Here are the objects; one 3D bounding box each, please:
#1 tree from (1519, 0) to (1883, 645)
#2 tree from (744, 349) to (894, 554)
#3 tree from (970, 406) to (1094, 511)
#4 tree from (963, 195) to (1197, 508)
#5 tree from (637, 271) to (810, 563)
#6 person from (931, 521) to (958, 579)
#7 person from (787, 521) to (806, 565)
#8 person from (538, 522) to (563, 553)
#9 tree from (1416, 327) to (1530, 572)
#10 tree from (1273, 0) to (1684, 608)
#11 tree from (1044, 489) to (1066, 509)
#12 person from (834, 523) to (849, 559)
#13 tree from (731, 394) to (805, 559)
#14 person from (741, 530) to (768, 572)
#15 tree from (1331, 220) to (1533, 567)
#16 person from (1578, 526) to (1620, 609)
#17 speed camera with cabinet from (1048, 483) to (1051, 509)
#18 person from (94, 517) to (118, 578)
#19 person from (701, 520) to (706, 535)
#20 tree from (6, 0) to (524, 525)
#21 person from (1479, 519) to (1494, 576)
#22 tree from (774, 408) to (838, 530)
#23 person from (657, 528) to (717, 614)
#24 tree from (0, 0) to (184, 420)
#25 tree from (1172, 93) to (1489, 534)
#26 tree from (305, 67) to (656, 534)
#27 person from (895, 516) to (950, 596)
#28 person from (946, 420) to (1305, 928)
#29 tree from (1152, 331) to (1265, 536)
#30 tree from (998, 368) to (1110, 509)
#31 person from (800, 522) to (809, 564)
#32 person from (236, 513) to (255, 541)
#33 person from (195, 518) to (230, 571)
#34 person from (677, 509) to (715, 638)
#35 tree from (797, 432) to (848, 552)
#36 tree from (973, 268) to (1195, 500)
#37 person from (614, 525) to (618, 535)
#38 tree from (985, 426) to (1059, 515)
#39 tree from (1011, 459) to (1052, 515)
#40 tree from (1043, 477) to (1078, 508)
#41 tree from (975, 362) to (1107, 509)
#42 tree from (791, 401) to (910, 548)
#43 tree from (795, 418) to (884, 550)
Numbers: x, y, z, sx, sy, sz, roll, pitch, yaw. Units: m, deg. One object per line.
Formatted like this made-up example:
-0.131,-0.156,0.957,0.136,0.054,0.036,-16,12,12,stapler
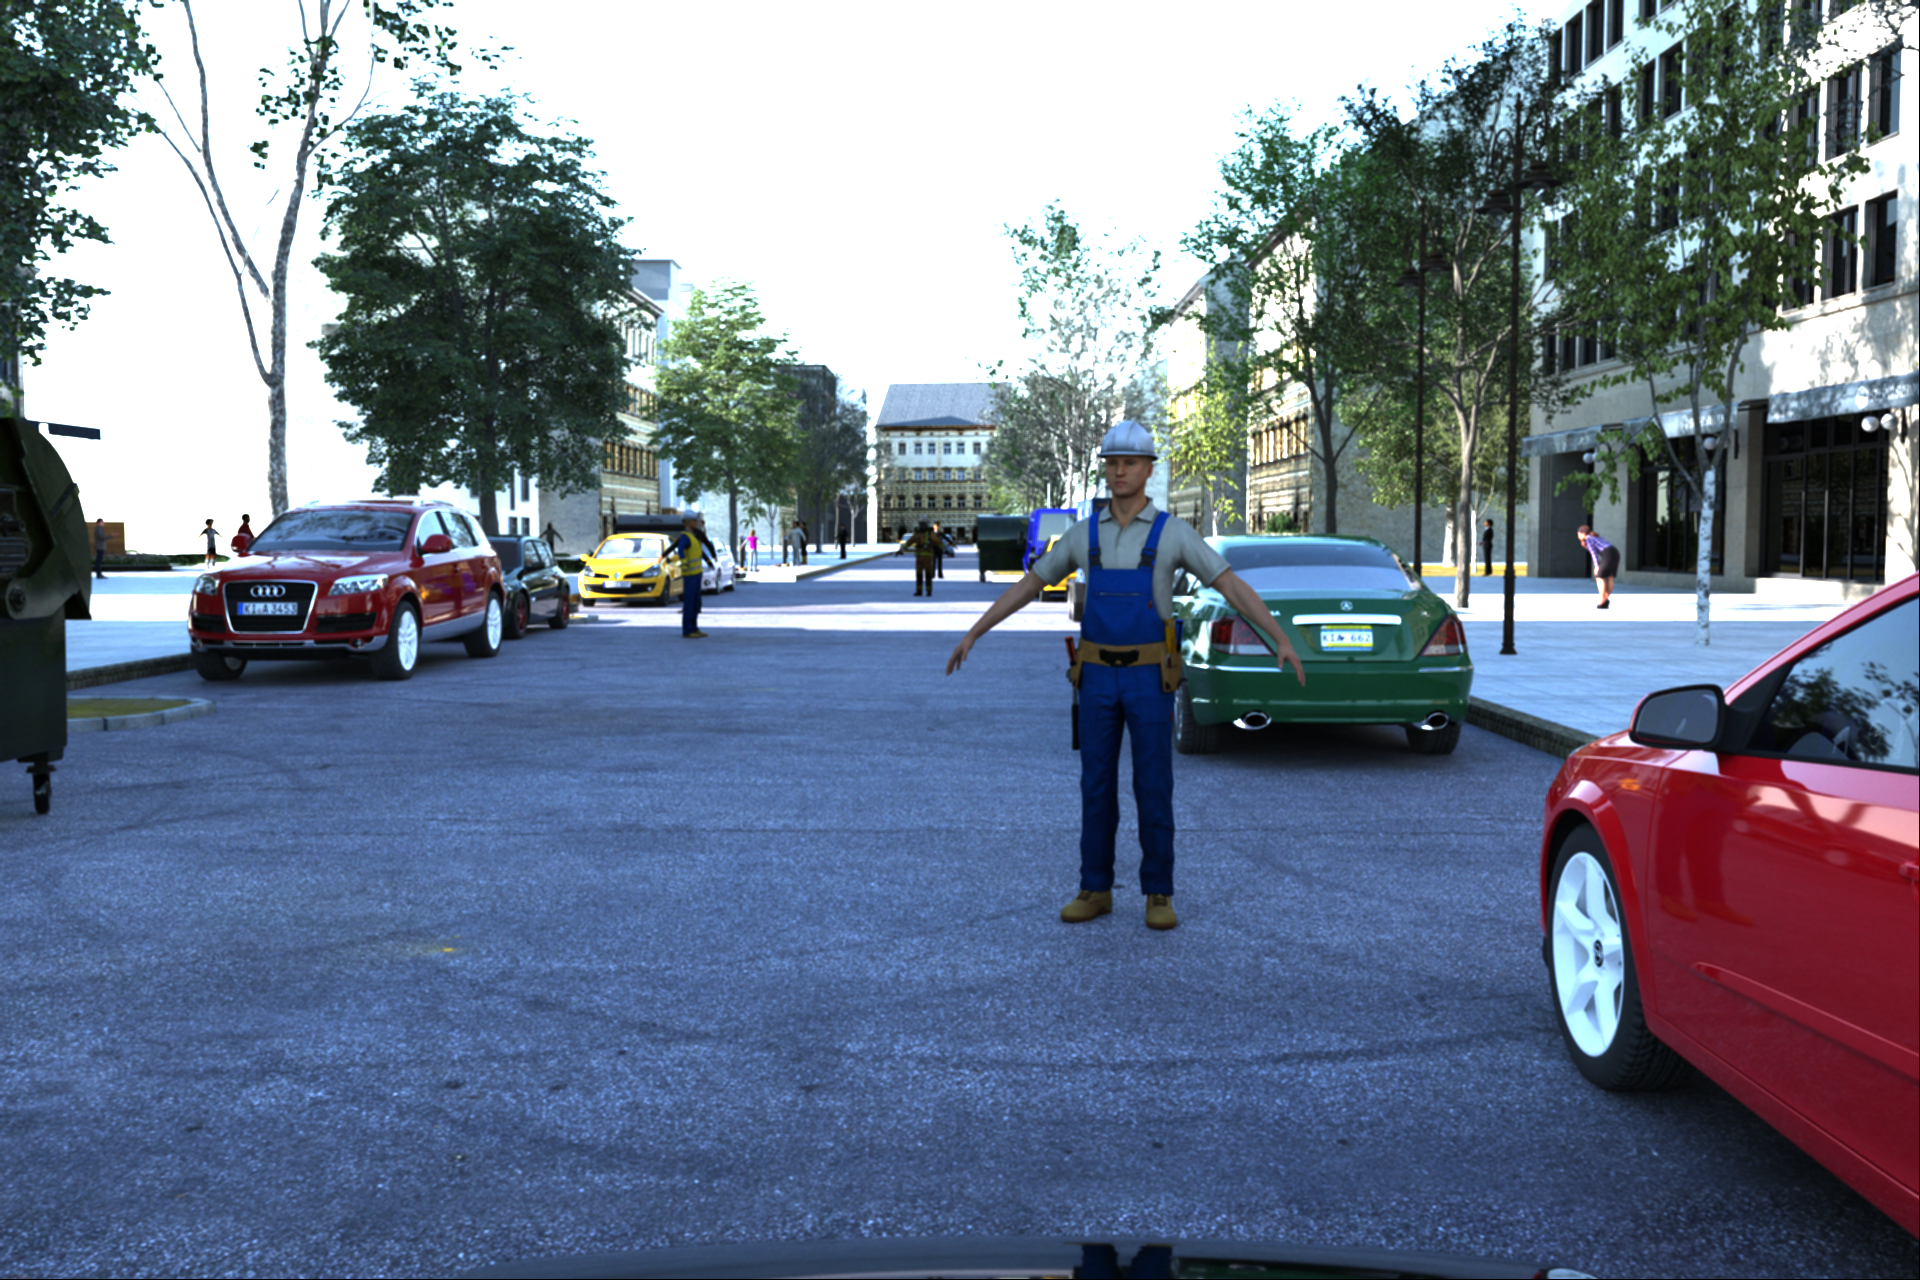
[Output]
8.614,-4.260,20.019,4.737,8.622,4.395,0,3,0,tree
-9.439,-12.470,114.249,12.009,13.543,11.850,0,3,0,tree
6.049,-13.946,138.394,12.009,13.543,11.850,0,3,0,tree
6.582,-14.637,95.202,12.611,20.169,13.585,0,3,0,tree
-10.315,-9.618,75.388,7.486,12.596,7.792,0,3,0,tree
-0.739,-2.902,55.840,1.347,1.837,0.705,-1,4,-14,person
-6.821,-4.017,71.866,1.347,1.806,0.705,3,5,40,person
-18.715,-4.458,79.009,1.348,1.813,0.705,1,4,13,person
17.282,-6.574,57.853,4.360,8.622,3.978,0,3,0,tree
9.044,-5.837,29.854,7.601,10.594,8.767,-1,4,-17,tree
13.476,-17.915,243.273,4.360,8.622,3.978,0,3,0,tree
-6.049,-5.083,89.040,0.705,1.837,1.347,-3,4,-37,person
-9.623,-8.390,87.535,4.737,8.622,4.395,0,3,0,tree
-6.950,-3.007,58.434,0.991,1.433,0.599,1,4,18,person
19.037,-9.809,67.032,9.857,13.997,8.962,0,3,0,tree
10.949,-1.250,29.721,0.697,1.427,0.421,3,4,38,person
3.673,-4.444,66.994,0.660,3.252,2.038,0,3,0,speed camera with cabinet
-24.684,-2.662,50.097,0.750,1.759,0.617,-1,4,-13,person
-9.506,-3.514,63.725,0.705,1.796,1.348,-1,4,-12,person
-13.524,-10.776,32.070,12.611,20.169,13.585,0,3,0,tree
16.177,-2.849,53.307,0.721,1.740,1.216,2,4,29,person
-9.215,-9.245,101.523,4.360,8.622,3.978,0,3,0,tree
-4.874,-1.383,31.292,0.704,1.802,1.346,3,5,43,person
-13.025,-6.770,17.344,9.857,13.997,8.962,0,3,0,tree
8.792,-7.063,41.228,9.928,11.665,9.643,0,3,0,tree
-13.012,-8.596,47.203,9.857,13.997,8.962,0,3,0,tree
-0.846,-1.949,40.086,1.354,1.858,0.705,1,4,21,person
0.610,0.117,6.397,1.347,1.847,0.705,1,4,20,person
8.976,-6.802,61.568,4.737,8.622,4.395,0,3,0,tree
6.061,-11.195,108.789,9.928,11.665,9.643,0,3,0,tree
-6.655,-4.115,73.419,0.704,1.812,1.346,1,4,16,person
-18.064,-2.313,43.922,0.704,1.816,1.345,0,4,2,person
-25.235,-3.195,58.388,0.704,1.843,1.345,2,4,28,person
-3.648,-0.923,24.017,0.721,1.772,1.216,1,4,10,person
-9.839,-10.537,122.640,4.737,8.622,4.395,0,3,0,tree
5.881,-10.346,79.527,12.009,13.543,11.850,0,3,0,tree
-17.795,-5.140,90.224,0.705,1.806,1.347,-1,4,-20,person
5.648,-14.536,155.791,7.486,12.596,7.792,0,3,0,tree
6.324,-12.117,148.473,4.360,8.622,3.978,0,3,0,tree
14.179,-19.298,249.941,7.601,10.594,8.767,0,4,1,tree
6.319,-12.883,121.010,12.009,13.543,11.850,0,3,0,tree
-9.645,-15.086,157.030,12.009,13.543,11.850,0,3,0,tree
-9.533,-12.429,137.631,7.601,10.594,8.767,-1,4,-11,tree
